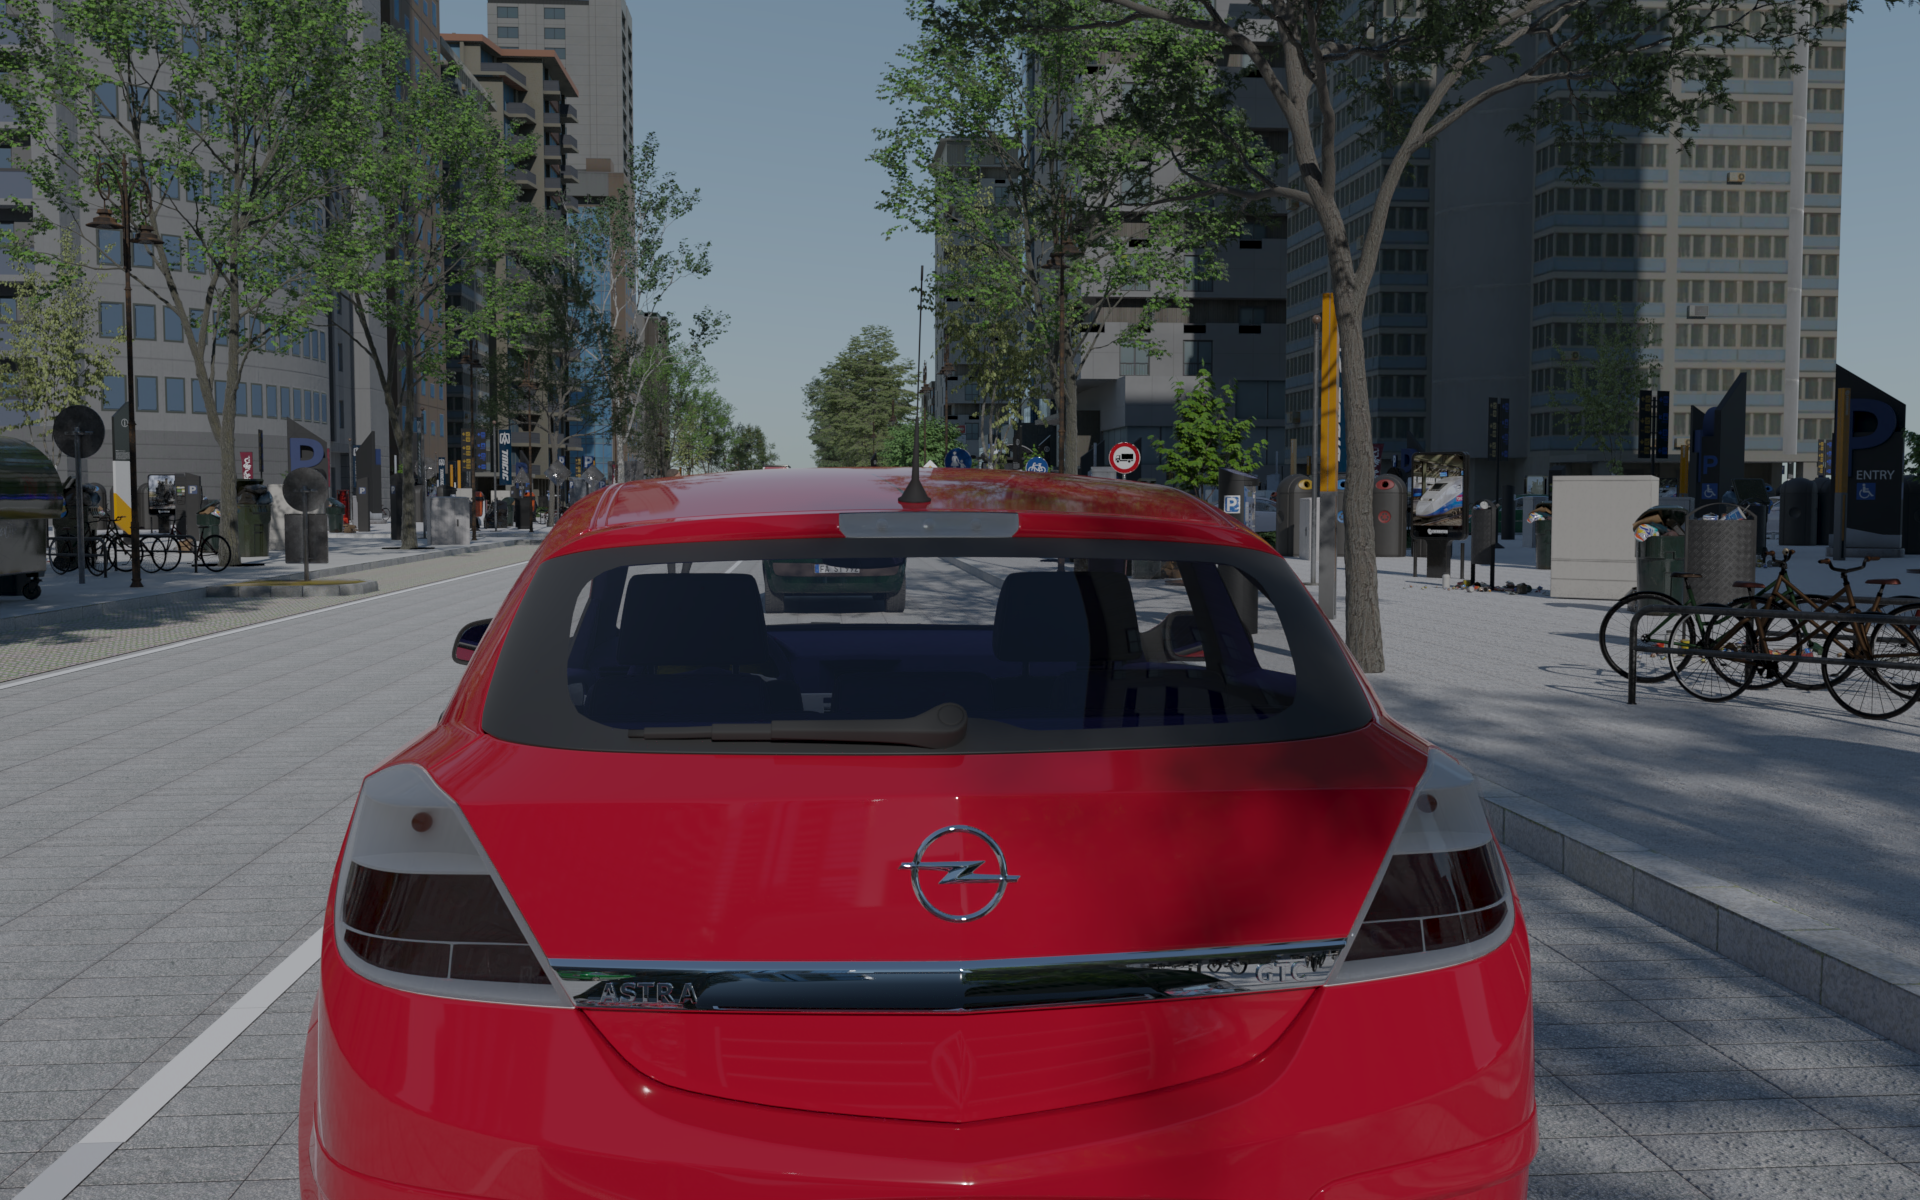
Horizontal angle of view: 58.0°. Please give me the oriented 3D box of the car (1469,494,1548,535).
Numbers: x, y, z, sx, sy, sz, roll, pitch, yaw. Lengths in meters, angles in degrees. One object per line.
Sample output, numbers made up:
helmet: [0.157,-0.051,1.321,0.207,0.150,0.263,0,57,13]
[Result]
car: [18.400,-2.776,57.193,4.920,1.459,2.131,0,4,-5]

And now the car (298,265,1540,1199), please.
car: [-0.215,0.296,4.196,2.155,1.783,4.494,0,4,-6]

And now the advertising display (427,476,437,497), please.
advertising display: [-18.693,-3.424,61.195,0.123,1.923,0.974,0,4,3]

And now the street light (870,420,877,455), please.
street light: [-5.387,-8.283,108.213,0.468,5.910,1.993,0,4,-5]

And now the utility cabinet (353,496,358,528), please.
utility cabinet: [-22.503,-3.293,64.999,0.306,1.237,1.020,-2,4,-33]

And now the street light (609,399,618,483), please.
street light: [-16.327,-6.688,82.139,0.468,5.910,1.993,0,4,-5]

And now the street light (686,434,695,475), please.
street light: [-20.811,-9.914,134.873,0.468,5.910,1.993,0,4,-5]

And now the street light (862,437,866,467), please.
street light: [-7.281,-9.753,132.246,0.468,5.910,1.993,0,4,-5]

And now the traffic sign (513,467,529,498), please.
traffic sign: [-21.017,-5.083,83.119,0.884,2.594,0.081,0,4,0]

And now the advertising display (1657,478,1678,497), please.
advertising display: [28.332,-3.942,69.662,0.974,1.923,0.123,0,4,4]

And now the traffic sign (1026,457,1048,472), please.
traffic sign: [2.634,-3.626,59.384,0.768,2.556,0.104,0,3,0]

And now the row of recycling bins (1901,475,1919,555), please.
row of recycling bins: [20.593,-1.902,38.215,1.069,1.692,3.534,1,4,14]

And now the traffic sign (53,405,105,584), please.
traffic sign: [-12.570,-1.505,24.719,0.768,2.556,0.104,0,4,3]

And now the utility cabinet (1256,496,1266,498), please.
utility cabinet: [11.728,-3.485,68.136,0.306,1.237,1.020,-1,4,-9]

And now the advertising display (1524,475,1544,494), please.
advertising display: [19.916,-3.358,60.116,0.974,1.923,0.123,-2,4,-35]

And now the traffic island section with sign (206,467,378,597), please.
traffic island section with sign: [-9.504,-0.994,24.878,1.989,1.847,2.006,0,4,-5]

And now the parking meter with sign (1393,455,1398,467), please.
parking meter with sign: [18.505,-4.937,76.975,1.738,3.016,0.543,0,4,0]

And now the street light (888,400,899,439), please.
street light: [-3.238,-6.794,83.863,0.468,5.910,1.993,0,4,-5]

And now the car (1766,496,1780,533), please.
car: [27.529,-2.810,58.310,4.827,1.381,2.083,0,4,-7]

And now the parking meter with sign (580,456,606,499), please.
parking meter with sign: [-16.388,-5.024,78.410,0.543,3.016,1.738,-3,5,-44]

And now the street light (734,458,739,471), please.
street light: [-27.742,-14.935,216.973,0.468,5.910,1.993,0,4,-5]

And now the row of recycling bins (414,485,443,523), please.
row of recycling bins: [-24.208,-4.375,78.637,3.534,1.692,1.069,3,5,42]

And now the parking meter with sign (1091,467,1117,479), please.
parking meter with sign: [4.038,-3.195,48.500,1.738,3.016,0.543,0,4,0]

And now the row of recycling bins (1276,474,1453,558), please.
row of recycling bins: [8.271,-1.738,35.528,3.534,1.692,1.069,1,4,12]

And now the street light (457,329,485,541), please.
street light: [-13.424,-4.581,47.692,0.468,5.910,1.993,0,4,-5]

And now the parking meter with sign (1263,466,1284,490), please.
parking meter with sign: [19.078,-6.774,107.016,1.738,3.016,0.543,1,4,15]

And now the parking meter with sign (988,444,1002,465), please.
parking meter with sign: [0.699,-3.861,59.386,0.543,3.016,1.738,3,5,39]

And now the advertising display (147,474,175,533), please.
advertising display: [-25.925,-3.130,56.397,0.974,1.923,0.123,0,4,0]

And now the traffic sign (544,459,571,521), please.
traffic sign: [-11.580,-2.828,49.880,0.795,2.450,0.064,0,4,-5]

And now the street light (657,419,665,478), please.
street light: [-18.337,-8.163,106.254,0.468,5.910,1.993,0,4,-5]

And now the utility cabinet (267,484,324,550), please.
utility cabinet: [-15.038,-1.870,39.253,1.173,1.500,0.318,-1,4,-15]

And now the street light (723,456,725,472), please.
street light: [-24.885,-12.852,182.915,0.468,5.910,1.993,0,4,-5]

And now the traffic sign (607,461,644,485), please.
traffic sign: [-20.538,-6.883,106.413,2.265,3.308,0.079,0,4,5]

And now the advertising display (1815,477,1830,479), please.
advertising display: [33.095,-3.750,66.526,0.123,1.923,0.974,0,4,1]

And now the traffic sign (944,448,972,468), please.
traffic sign: [-0.054,-2.929,47.994,0.768,2.556,0.104,0,4,-4]

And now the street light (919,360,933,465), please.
street light: [-1.211,-5.324,59.841,0.468,5.910,1.993,0,4,-5]

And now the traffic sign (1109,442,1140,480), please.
traffic sign: [4.032,-2.596,42.549,0.768,2.556,0.104,0,4,-1]

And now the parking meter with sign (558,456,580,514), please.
parking meter with sign: [-17.613,-5.119,79.949,1.738,3.016,0.543,-3,5,-44]

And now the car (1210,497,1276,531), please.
car: [9.457,-2.617,55.152,4.827,1.381,2.083,0,4,-4]

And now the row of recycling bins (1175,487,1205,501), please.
row of recycling bins: [9.262,-3.828,69.695,1.069,1.692,3.534,0,4,-2]

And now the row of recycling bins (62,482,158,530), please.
row of recycling bins: [-30.469,-3.350,61.892,3.534,1.692,1.069,-1,4,-20]

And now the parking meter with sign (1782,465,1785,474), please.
parking meter with sign: [50.738,-6.679,105.458,1.738,3.016,0.543,-1,4,-9]

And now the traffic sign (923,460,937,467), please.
traffic sign: [-0.872,-2.882,50.761,0.795,2.450,0.064,0,4,-5]

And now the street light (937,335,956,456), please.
street light: [-0.396,-4.747,50.400,0.468,5.910,1.993,0,4,-5]

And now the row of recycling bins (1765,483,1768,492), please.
row of recycling bins: [29.857,-3.449,63.503,3.534,1.692,1.069,0,4,-1]

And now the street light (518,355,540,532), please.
street light: [-14.357,-5.201,57.831,0.468,5.910,1.993,0,4,-5]

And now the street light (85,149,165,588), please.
street light: [-11.340,-3.112,23.675,0.468,5.910,1.993,0,4,-5]

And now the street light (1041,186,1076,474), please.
street light: [1.549,-3.277,26.371,0.468,5.910,1.993,0,4,-5]

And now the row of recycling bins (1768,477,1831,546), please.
row of recycling bins: [22.079,-2.246,43.831,3.534,1.692,1.069,-2,4,-31]

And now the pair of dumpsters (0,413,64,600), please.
pair of dumpsters: [-11.483,-1.002,18.880,1.574,2.255,4.437,0,4,-5]

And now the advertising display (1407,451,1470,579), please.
advertising display: [7.308,-1.296,26.399,0.123,1.923,0.974,-3,5,-39]

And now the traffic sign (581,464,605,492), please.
traffic sign: [-12.253,-3.315,57.837,0.795,2.450,0.064,0,4,-5]

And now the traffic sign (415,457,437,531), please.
traffic sign: [-18.344,-3.630,59.451,0.768,2.556,0.104,0,4,4]
